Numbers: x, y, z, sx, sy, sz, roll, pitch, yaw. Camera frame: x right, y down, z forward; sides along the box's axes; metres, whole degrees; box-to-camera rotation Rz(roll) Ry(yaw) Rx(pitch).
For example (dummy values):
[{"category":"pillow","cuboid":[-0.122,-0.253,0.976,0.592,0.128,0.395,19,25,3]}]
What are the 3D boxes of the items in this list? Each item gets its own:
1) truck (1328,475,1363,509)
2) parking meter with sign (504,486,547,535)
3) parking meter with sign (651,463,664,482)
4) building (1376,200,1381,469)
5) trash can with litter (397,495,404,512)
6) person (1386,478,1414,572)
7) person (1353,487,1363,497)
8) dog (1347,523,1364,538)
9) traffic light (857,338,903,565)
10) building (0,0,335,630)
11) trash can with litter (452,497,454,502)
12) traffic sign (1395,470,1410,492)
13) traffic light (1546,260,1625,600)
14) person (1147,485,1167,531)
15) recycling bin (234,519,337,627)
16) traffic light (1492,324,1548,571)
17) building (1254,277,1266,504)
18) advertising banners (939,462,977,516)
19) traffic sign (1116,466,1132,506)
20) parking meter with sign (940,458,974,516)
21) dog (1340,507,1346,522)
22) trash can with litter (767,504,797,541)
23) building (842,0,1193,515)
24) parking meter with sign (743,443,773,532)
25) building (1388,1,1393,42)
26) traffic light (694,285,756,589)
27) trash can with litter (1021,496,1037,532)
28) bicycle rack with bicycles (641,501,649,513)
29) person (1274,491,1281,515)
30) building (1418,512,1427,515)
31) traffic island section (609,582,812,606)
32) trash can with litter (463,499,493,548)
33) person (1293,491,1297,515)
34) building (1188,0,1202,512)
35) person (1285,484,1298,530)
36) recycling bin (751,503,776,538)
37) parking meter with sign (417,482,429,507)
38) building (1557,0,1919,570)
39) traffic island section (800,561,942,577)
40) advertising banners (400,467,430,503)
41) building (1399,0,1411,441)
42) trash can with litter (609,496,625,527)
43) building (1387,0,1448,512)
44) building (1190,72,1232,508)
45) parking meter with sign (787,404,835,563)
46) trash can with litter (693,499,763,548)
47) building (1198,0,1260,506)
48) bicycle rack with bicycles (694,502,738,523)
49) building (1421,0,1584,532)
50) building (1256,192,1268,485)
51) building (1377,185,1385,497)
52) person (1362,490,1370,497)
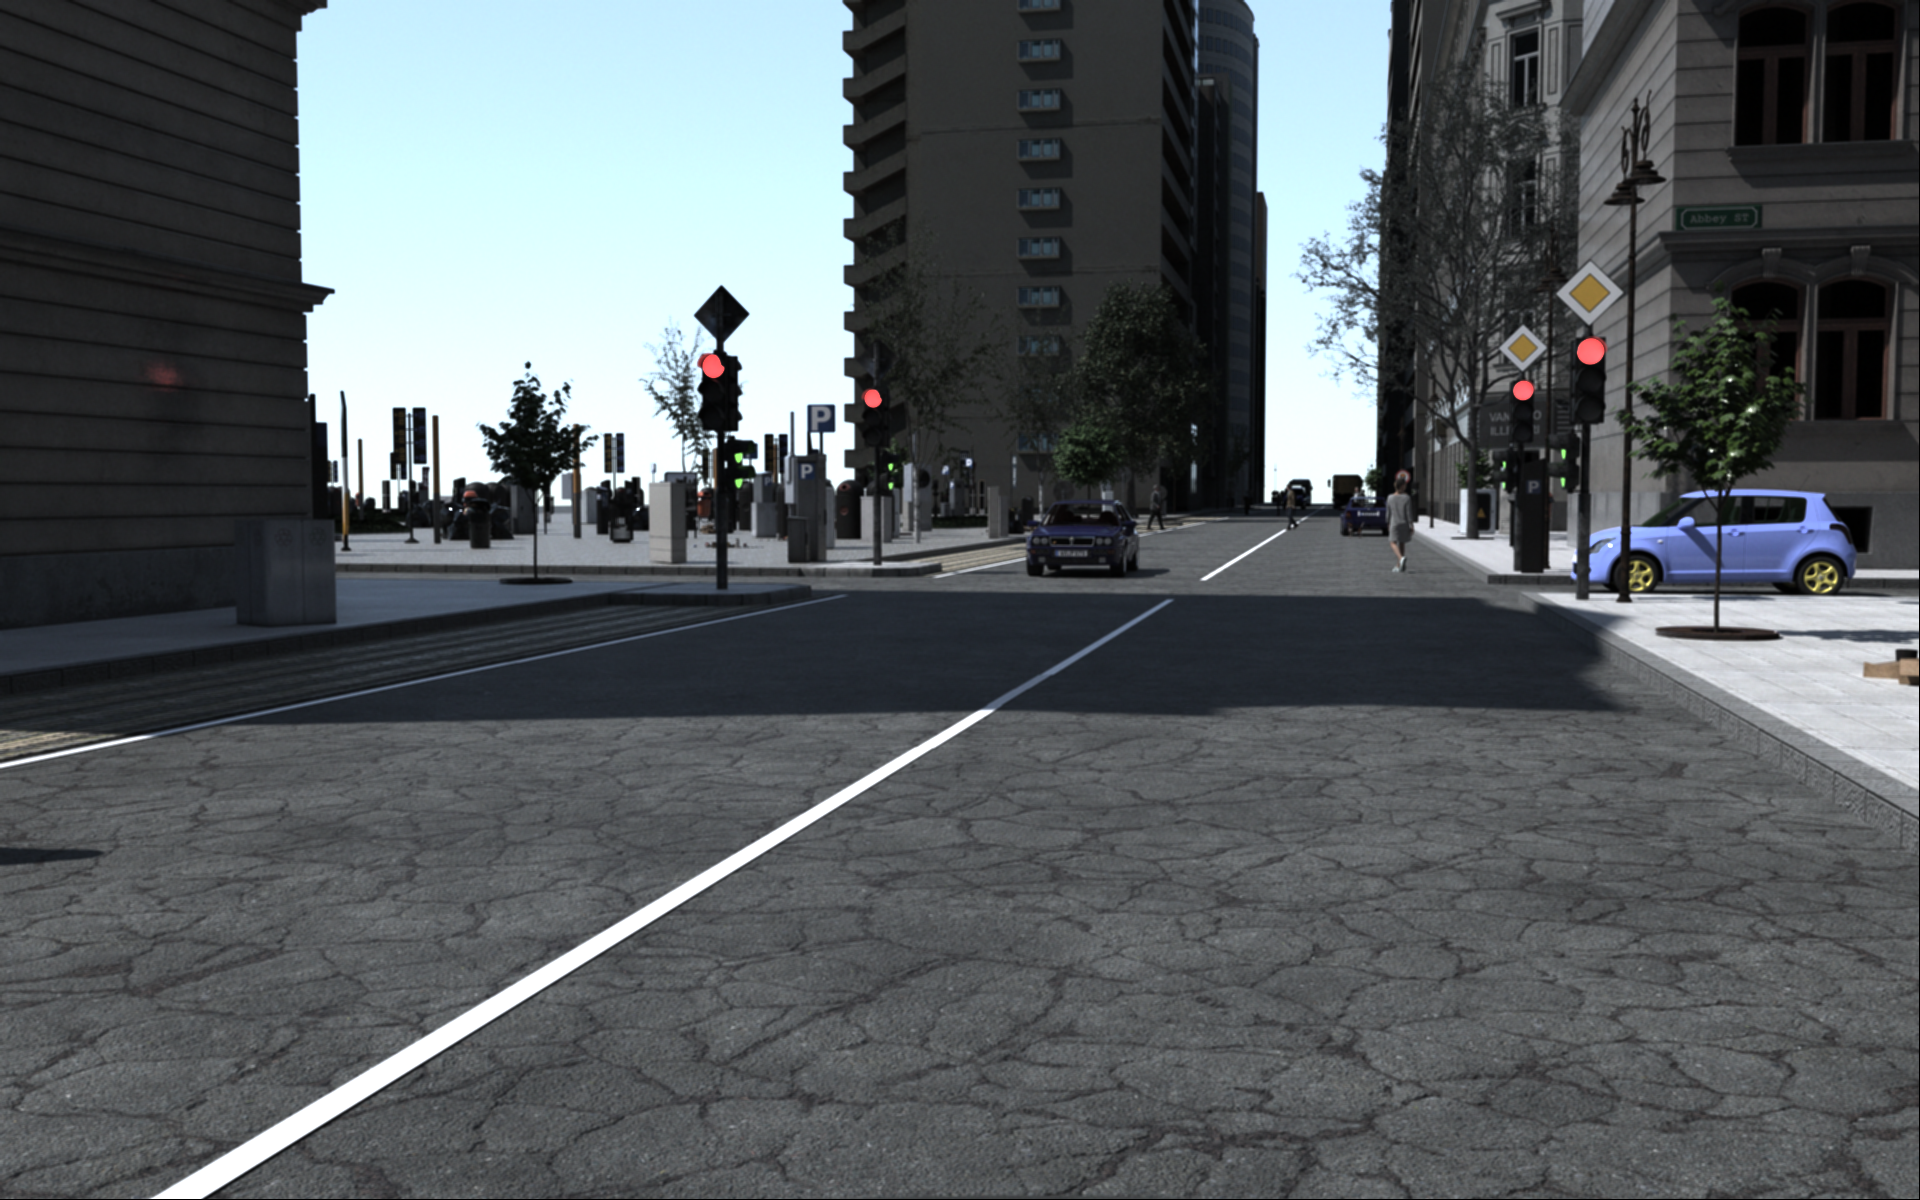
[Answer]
[{"category":"truck","cuboid":[38.042,-10.679,170.527,3.469,3.379,9.791,1,4,11]},{"category":"parking meter with sign","cuboid":[-13.899,-3.592,54.991,0.543,3.016,1.738,3,5,44]},{"category":"parking meter with sign","cuboid":[-16.698,-6.268,98.744,1.738,3.016,0.543,-2,4,-33]},{"category":"building","cuboid":[70.072,-37.949,244.161,21.300,48.544,21.600,1,4,12]},{"category":"trash can with litter","cuboid":[-29.306,-4.822,89.905,1.678,1.210,2.233,1,4,11]},{"category":"person","cuboid":[8.070,-1.372,31.686,0.466,1.731,0.760,0,4,-7]},{"category":"person","cuboid":[19.669,-4.709,85.889,0.834,1.777,0.661,-3,5,-42]},{"category":"dog","cuboid":[12.911,-2.281,56.582,0.406,0.507,0.540,2,4,34]},{"category":"traffic light","cuboid":[-1.470,-2.580,31.110,0.839,4.253,0.868,1,4,12]},{"category":"building","cuboid":[-25.550,-12.240,19.208,34.723,24.649,14.460,1,4,12]},{"category":"trash can with litter","cuboid":[-26.196,-4.941,91.840,1.678,1.210,2.233,-1,4,-13]},{"category":"traffic sign","cuboid":[23.080,-5.517,90.306,0.768,2.556,0.104,1,4,22]},{"category":"traffic light","cuboid":[7.551,-1.959,20.950,0.839,4.253,0.868,1,4,12]},{"category":"person","cuboid":[7.699,-3.584,67.497,0.834,1.777,0.661,1,4,15]},{"category":"recycling bin","cuboid":[-6.668,-0.279,17.122,0.722,1.027,0.722,3,5,43]},{"category":"traffic light","cuboid":[9.283,-2.436,28.745,0.839,4.253,0.868,1,4,12]},{"category":"building","cuboid":[34.407,-28.475,237.269,14.160,30.474,14.107,1,4,12]},{"category":"advertising banners","cuboid":[-0.112,-6.094,95.828,2.074,3.025,0.090,0,4,-7]},{"category":"traffic sign","cuboid":[7.505,-4.852,79.442,0.768,2.556,0.104,1,4,19]},{"category":"parking meter with sign","cuboid":[-0.161,-5.371,84.070,1.738,3.016,0.543,-3,5,-40]},{"category":"dog","cuboid":[19.689,-4.421,89.113,0.800,0.831,0.513,0,4,-5]},{"category":"trash can with litter","cuboid":[-4.379,-2.221,47.369,1.678,1.210,2.233,-3,4,-37]},{"category":"building","cuboid":[4.094,-30.212,117.673,21.300,48.544,21.600,1,4,12]},{"category":"parking meter with sign","cuboid":[-6.674,-3.807,58.507,0.543,3.016,1.738,-3,4,-36]},{"category":"building","cuboid":[61.400,-40.606,205.912,21.231,58.520,28.212,1,4,12]},{"category":"traffic light","cuboid":[-3.202,-2.104,23.314,0.839,4.253,0.868,1,4,12]},{"category":"trash can with litter","cuboid":[1.945,-2.932,58.993,2.233,1.210,1.678,-3,5,-41]},{"category":"bicycle rack with bicycles","cuboid":[-16.036,-4.649,89.386,2.852,0.926,2.925,-1,4,-18]},{"category":"person","cuboid":[21.241,-6.480,115.922,0.415,1.643,0.593,-1,4,-15]},{"category":"building","cuboid":[40.110,-29.812,111.134,21.300,48.544,21.600,1,4,12]},{"category":"traffic island section","cuboid":[-3.239,-0.072,23.457,2.009,0.180,2.903,1,4,12]},{"category":"trash can with litter","cuboid":[-11.412,-1.814,41.043,0.624,1.170,1.055,-1,4,-11]},{"category":"person","cuboid":[22.590,-6.587,117.670,0.593,1.643,0.415,0,4,-6]},{"category":"building","cuboid":[9.375,-50.738,142.233,22.319,86.520,31.000,1,4,12]},{"category":"person","cuboid":[13.276,-3.737,69.518,0.836,1.842,0.656,-3,5,-39]},{"category":"recycling bin","cuboid":[-5.736,-2.356,51.079,0.722,1.027,0.722,-1,4,-17]},{"category":"parking meter with sign","cuboid":[-35.060,-7.143,113.041,1.738,3.016,0.543,-2,4,-23]},{"category":"building","cuboid":[24.361,-15.018,32.931,23.554,28.519,14.401,1,4,12]},{"category":"traffic island section","cuboid":[-1.507,-0.549,31.253,2.009,0.180,2.903,1,4,12]},{"category":"advertising banners","cuboid":[-34.654,-6.964,110.050,2.074,3.025,0.090,-3,4,-39]},{"category":"building","cuboid":[46.276,-29.423,135.683,22.147,44.769,28.867,1,4,12]},{"category":"trash can with litter","cuboid":[-13.688,-3.467,67.737,1.678,1.210,2.233,0,4,5]},{"category":"building","cuboid":[50.906,-32.912,161.807,21.300,48.544,21.600,1,4,12]},{"category":"building","cuboid":[18.183,-29.426,164.713,14.154,41.232,14.086,1,4,12]},{"category":"parking meter with sign","cuboid":[-2.848,-2.241,32.904,0.543,3.016,1.738,1,4,11]},{"category":"trash can with litter","cuboid":[-5.634,-1.898,42.086,1.678,1.210,2.233,0,4,-7]},{"category":"building","cuboid":[23.352,-40.408,202.677,21.231,58.520,28.212,1,4,12]},{"category":"bicycle rack with bicycles","cuboid":[-11.313,-3.973,78.335,2.925,0.926,2.852,3,5,40]},{"category":"building","cuboid":[30.365,-18.439,77.891,17.030,29.872,44.131,1,4,12]},{"category":"building","cuboid":[36.994,-36.734,250.714,14.600,45.320,14.200,1,4,12]},{"category":"building","cuboid":[62.249,-33.289,227.874,14.154,41.232,14.086,1,4,12]},{"category":"person","cuboid":[29.828,-7.253,127.620,0.750,1.759,0.617,-1,4,-10]}]
